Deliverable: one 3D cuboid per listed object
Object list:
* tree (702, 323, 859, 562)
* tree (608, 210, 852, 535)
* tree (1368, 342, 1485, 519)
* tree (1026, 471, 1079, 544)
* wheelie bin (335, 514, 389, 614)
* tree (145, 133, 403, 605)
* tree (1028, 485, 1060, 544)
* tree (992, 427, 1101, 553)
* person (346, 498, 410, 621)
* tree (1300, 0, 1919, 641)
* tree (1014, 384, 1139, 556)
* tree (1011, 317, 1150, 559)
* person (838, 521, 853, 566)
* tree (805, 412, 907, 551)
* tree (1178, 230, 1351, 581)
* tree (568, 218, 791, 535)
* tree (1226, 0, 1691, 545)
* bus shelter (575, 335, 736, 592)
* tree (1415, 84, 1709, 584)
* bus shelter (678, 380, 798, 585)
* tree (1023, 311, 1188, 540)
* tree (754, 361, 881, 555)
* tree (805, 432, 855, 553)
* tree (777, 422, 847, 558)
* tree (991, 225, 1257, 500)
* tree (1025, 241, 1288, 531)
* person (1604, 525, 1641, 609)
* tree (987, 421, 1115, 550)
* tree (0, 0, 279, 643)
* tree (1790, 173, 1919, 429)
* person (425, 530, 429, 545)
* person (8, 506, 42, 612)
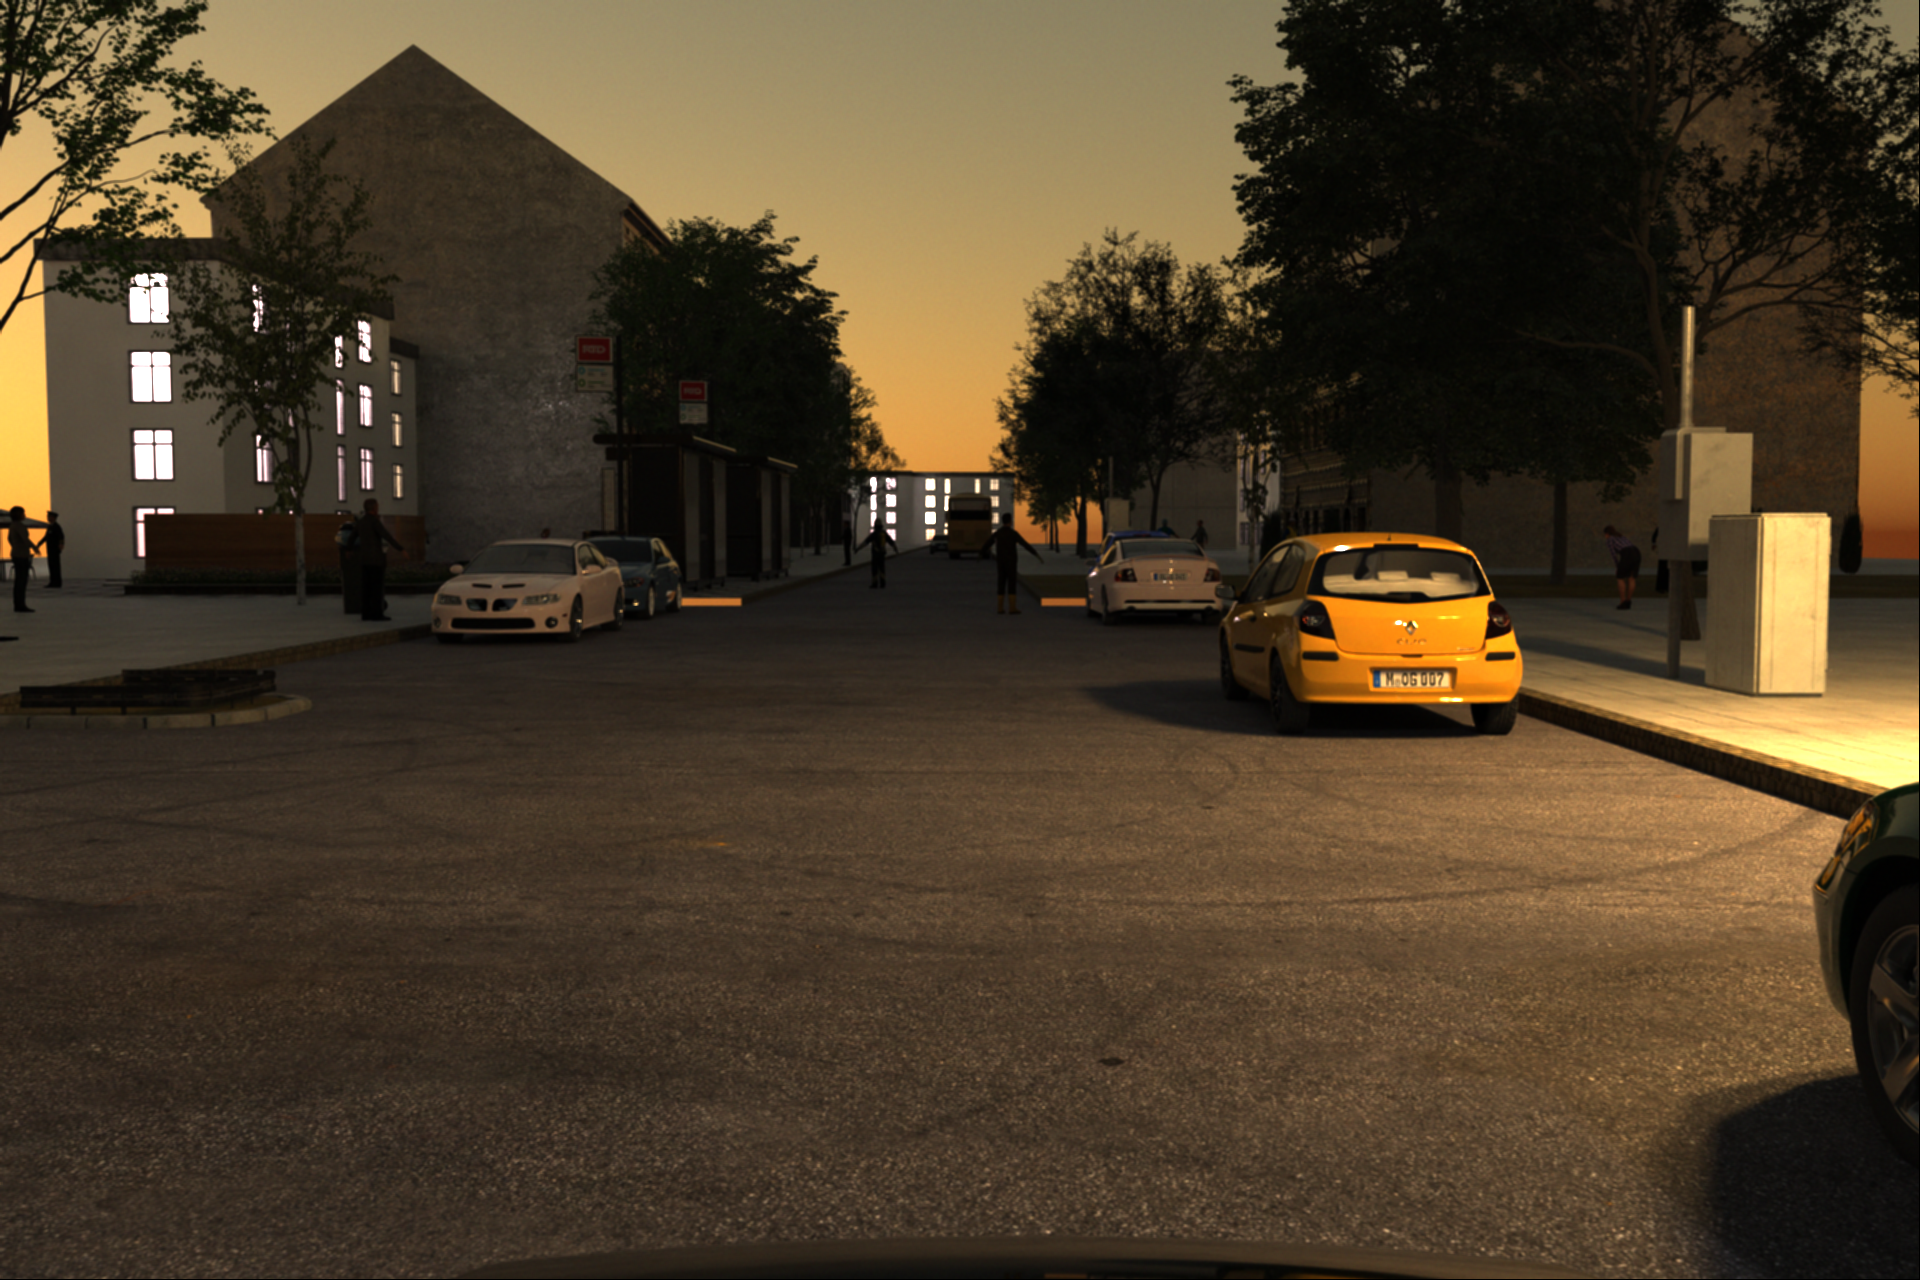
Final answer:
[{"bbox_3d":[-8.403,-9.465,80.506,9.928,11.665,9.643,0,3,0],"label":"tree"},{"bbox_3d":[-9.038,-9.850,67.696,9.857,13.997,8.962,0,3,0],"label":"tree"},{"bbox_3d":[14.490,-6.199,51.714,4.737,8.622,4.395,0,3,0],"label":"tree"},{"bbox_3d":[12.578,-19.143,231.111,7.486,12.596,7.792,0,3,0],"label":"tree"},{"bbox_3d":[-9.681,-1.230,28.021,0.693,1.594,0.980,0,4,0],"label":"wheelie bin"},{"bbox_3d":[-12.165,-4.936,31.067,4.737,8.622,4.395,0,3,0],"label":"tree"},{"bbox_3d":[10.995,-16.794,224.947,4.737,8.622,4.395,0,3,0],"label":"tree"},{"bbox_3d":[6.444,-11.289,118.993,7.601,10.594,8.767,2,4,32],"label":"tree"},{"bbox_3d":[-8.699,-1.193,25.691,1.348,1.807,0.705,2,4,32],"label":"person"},{"bbox_3d":[8.692,-5.295,20.987,8.767,10.594,7.601,-2,4,-24],"label":"tree"},{"bbox_3d":[7.093,-10.871,103.499,9.928,11.665,9.643,0,3,0],"label":"tree"},{"bbox_3d":[6.086,-10.557,90.741,7.486,12.596,7.792,0,3,0],"label":"tree"},{"bbox_3d":[-4.602,-3.920,70.323,0.704,1.802,1.346,1,4,18],"label":"person"},{"bbox_3d":[-8.191,-12.150,133.066,8.767,10.594,7.601,0,4,1],"label":"tree"},{"bbox_3d":[7.507,-5.664,42.964,4.737,8.622,4.395,0,3,0],"label":"tree"},{"bbox_3d":[-9.278,-8.025,56.967,9.928,11.665,9.643,0,3,0],"label":"tree"},{"bbox_3d":[9.556,-7.751,33.377,9.857,13.997,8.962,0,3,0],"label":"tree"},{"bbox_3d":[-6.603,-3.672,37.663,2.179,5.291,8.768,0,4,1],"label":"bus shelter"},{"bbox_3d":[15.252,-7.723,44.405,7.486,12.596,7.792,0,3,0],"label":"tree"},{"bbox_3d":[-6.137,-4.293,47.819,2.179,5.291,8.768,0,4,2],"label":"bus shelter"},{"bbox_3d":[6.719,-9.446,80.195,9.928,11.665,9.643,0,3,0],"label":"tree"},{"bbox_3d":[-8.643,-10.925,104.381,9.928,11.665,9.643,0,3,0],"label":"tree"},{"bbox_3d":[-8.810,-10.118,115.785,4.360,8.622,3.978,0,3,0],"label":"tree"},{"bbox_3d":[-8.246,-8.705,92.691,4.737,8.622,4.395,0,3,0],"label":"tree"},{"bbox_3d":[6.584,-9.679,68.623,12.009,13.543,11.850,0,3,0],"label":"tree"},{"bbox_3d":[6.223,-7.449,56.205,8.767,10.594,7.601,0,4,5],"label":"tree"},{"bbox_3d":[11.253,-1.238,29.512,0.421,1.427,0.697,-2,4,-27],"label":"person"},{"bbox_3d":[7.289,-13.897,137.582,12.009,13.543,11.850,0,3,0],"label":"tree"},{"bbox_3d":[-12.003,-5.791,20.445,9.928,11.665,9.643,0,3,0],"label":"tree"},{"bbox_3d":[27.038,-8.205,44.527,12.009,13.543,11.850,0,3,0],"label":"tree"},{"bbox_3d":[-19.519,-3.462,62.367,1.354,1.858,0.705,2,4,34],"label":"person"},{"bbox_3d":[-15.403,-1.332,28.540,1.215,1.744,0.721,3,5,45],"label":"person"}]
